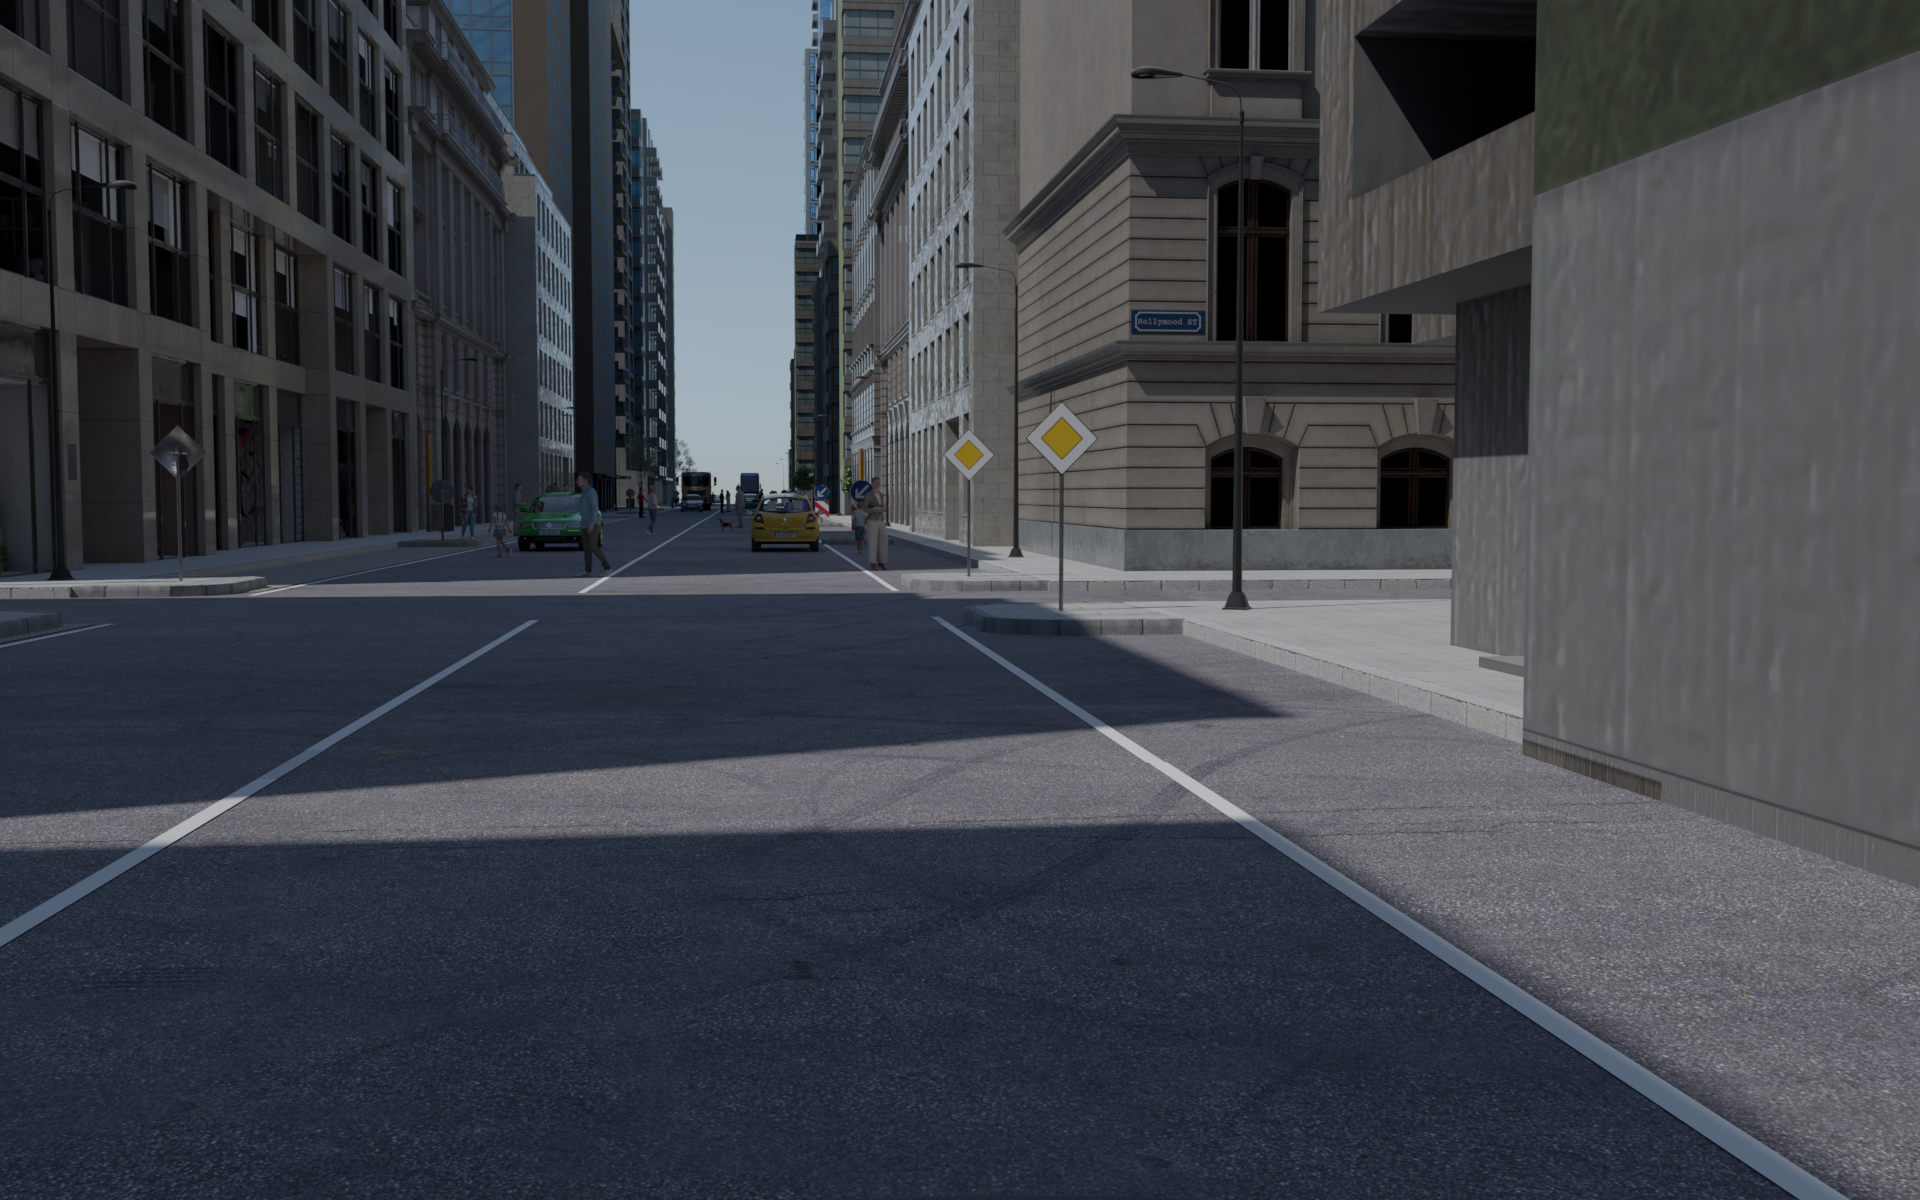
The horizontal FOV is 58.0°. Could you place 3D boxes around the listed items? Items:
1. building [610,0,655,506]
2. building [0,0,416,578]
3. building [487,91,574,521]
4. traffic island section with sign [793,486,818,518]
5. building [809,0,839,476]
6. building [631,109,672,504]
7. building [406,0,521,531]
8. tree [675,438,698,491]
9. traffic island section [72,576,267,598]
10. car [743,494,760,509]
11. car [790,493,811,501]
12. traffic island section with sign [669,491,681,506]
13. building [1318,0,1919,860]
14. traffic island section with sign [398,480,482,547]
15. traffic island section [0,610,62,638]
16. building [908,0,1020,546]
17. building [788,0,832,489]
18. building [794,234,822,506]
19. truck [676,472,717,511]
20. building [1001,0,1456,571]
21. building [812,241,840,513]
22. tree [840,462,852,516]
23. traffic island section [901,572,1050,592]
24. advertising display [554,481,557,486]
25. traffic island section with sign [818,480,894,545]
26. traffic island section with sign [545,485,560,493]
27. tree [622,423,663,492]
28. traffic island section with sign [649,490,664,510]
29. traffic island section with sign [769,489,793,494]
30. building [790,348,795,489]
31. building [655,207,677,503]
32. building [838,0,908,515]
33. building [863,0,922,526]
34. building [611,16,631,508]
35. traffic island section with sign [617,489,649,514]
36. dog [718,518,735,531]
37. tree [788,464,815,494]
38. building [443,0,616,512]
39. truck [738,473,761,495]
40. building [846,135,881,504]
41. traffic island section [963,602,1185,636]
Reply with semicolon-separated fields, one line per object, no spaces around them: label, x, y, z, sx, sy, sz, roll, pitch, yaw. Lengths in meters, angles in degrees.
building;-44.487;-45.994;190.259;20.563;71.187;20.611;0;4;-7
building;-25.887;-14.391;39.811;19.350;26.468;34.151;0;4;-7
building;-26.363;-14.407;90.300;10.420;20.320;16.860;0;4;-7
traffic island section with sign;-6.236;-4.144;76.375;1.989;1.847;2.006;0;4;-7
building;-2.038;-33.221;162.776;23.786;49.044;30.456;0;4;-7
building;-48.500;-36.484;216.121;23.786;49.044;30.456;0;4;-7
building;-25.822;-13.910;69.223;13.314;21.916;24.055;0;4;-7
tree;-42.520;-19.800;258.139;7.601;10.594;8.767;0;4;1
traffic island section;-11.498;-0.198;25.512;2.009;0.180;2.903;0;4;-7
car;-17.763;-8.221;146.206;2.131;1.459;4.920;0;4;-8
car;-10.975;-6.544;116.590;1.945;1.707;3.694;0;4;-8
traffic island section with sign;-33.597;-12.067;205.921;1.989;1.847;2.006;0;4;-7
building;9.804;-14.667;11.515;14.160;30.474;14.107;0;4;-7
traffic island section with sign;-14.188;-2.371;47.396;1.989;1.847;2.006;0;4;-7
traffic island section;-10.528;0.287;17.586;2.009;0.180;2.903;0;4;-7
building;4.454;-11.980;50.618;10.420;20.320;16.860;0;4;-7
building;-12.982;-56.981;244.311;22.319;86.520;31.000;0;4;-7
building;-11.566;-25.857;194.456;14.160;30.474;14.107;0;4;-7
truck;-23.146;-9.547;152.019;3.469;3.379;9.791;-1;4;-9
building;18.904;-13.215;35.147;34.723;24.649;14.460;0;4;-7
building;2.957;-17.694;134.344;27.650;21.520;28.899;0;4;-7
tree;-6.700;-6.682;103.845;1.663;3.219;1.824;0;3;0
traffic island section;0.157;-0.284;26.928;2.009;0.180;2.903;0;4;-7
advertising display;-20.698;-5.105;88.678;0.123;1.923;0.974;-1;4;-15
traffic island section with sign;-2.963;-2.507;49.619;1.989;1.847;2.006;0;4;-7
traffic island section with sign;-17.530;-4.040;74.686;1.989;1.847;2.006;0;4;-7
tree;-32.505;-13.847;176.759;4.360;8.622;3.978;0;3;0
traffic island section with sign;-26.951;-8.743;151.583;1.989;1.847;2.006;0;4;-7
traffic island section with sign;-15.610;-8.828;152.962;1.989;1.847;2.006;0;4;-7
building;-7.063;-22.744;216.901;27.650;21.520;28.899;0;4;-7
building;-46.759;-33.983;239.211;14.154;41.232;14.086;0;4;-7
building;-0.887;-26.181;111.662;14.154;41.232;14.086;0;4;-7
building;3.422;-14.059;71.671;13.314;21.916;24.055;0;4;-7
building;-41.593;-30.673;156.132;22.147;44.769;28.867;0;4;-7
traffic island section with sign;-23.624;-7.086;124.481;1.989;1.847;2.006;0;4;-7
dog;-8.985;-2.893;66.590;0.540;0.507;0.406;-2;4;-28
tree;-16.552;-12.288;184.620;4.285;4.588;4.351;0;3;0
building;-34.658;-29.676;135.308;14.600;45.320;14.200;0;4;-7
truck;-25.683;-13.625;212.529;2.967;4.110;18.799;0;4;-8
building;-0.685;-14.930;93.253;9.793;20.994;18.267;0;4;-7
traffic island section;1.128;0.201;19.002;2.009;0.180;2.903;0;4;-7
